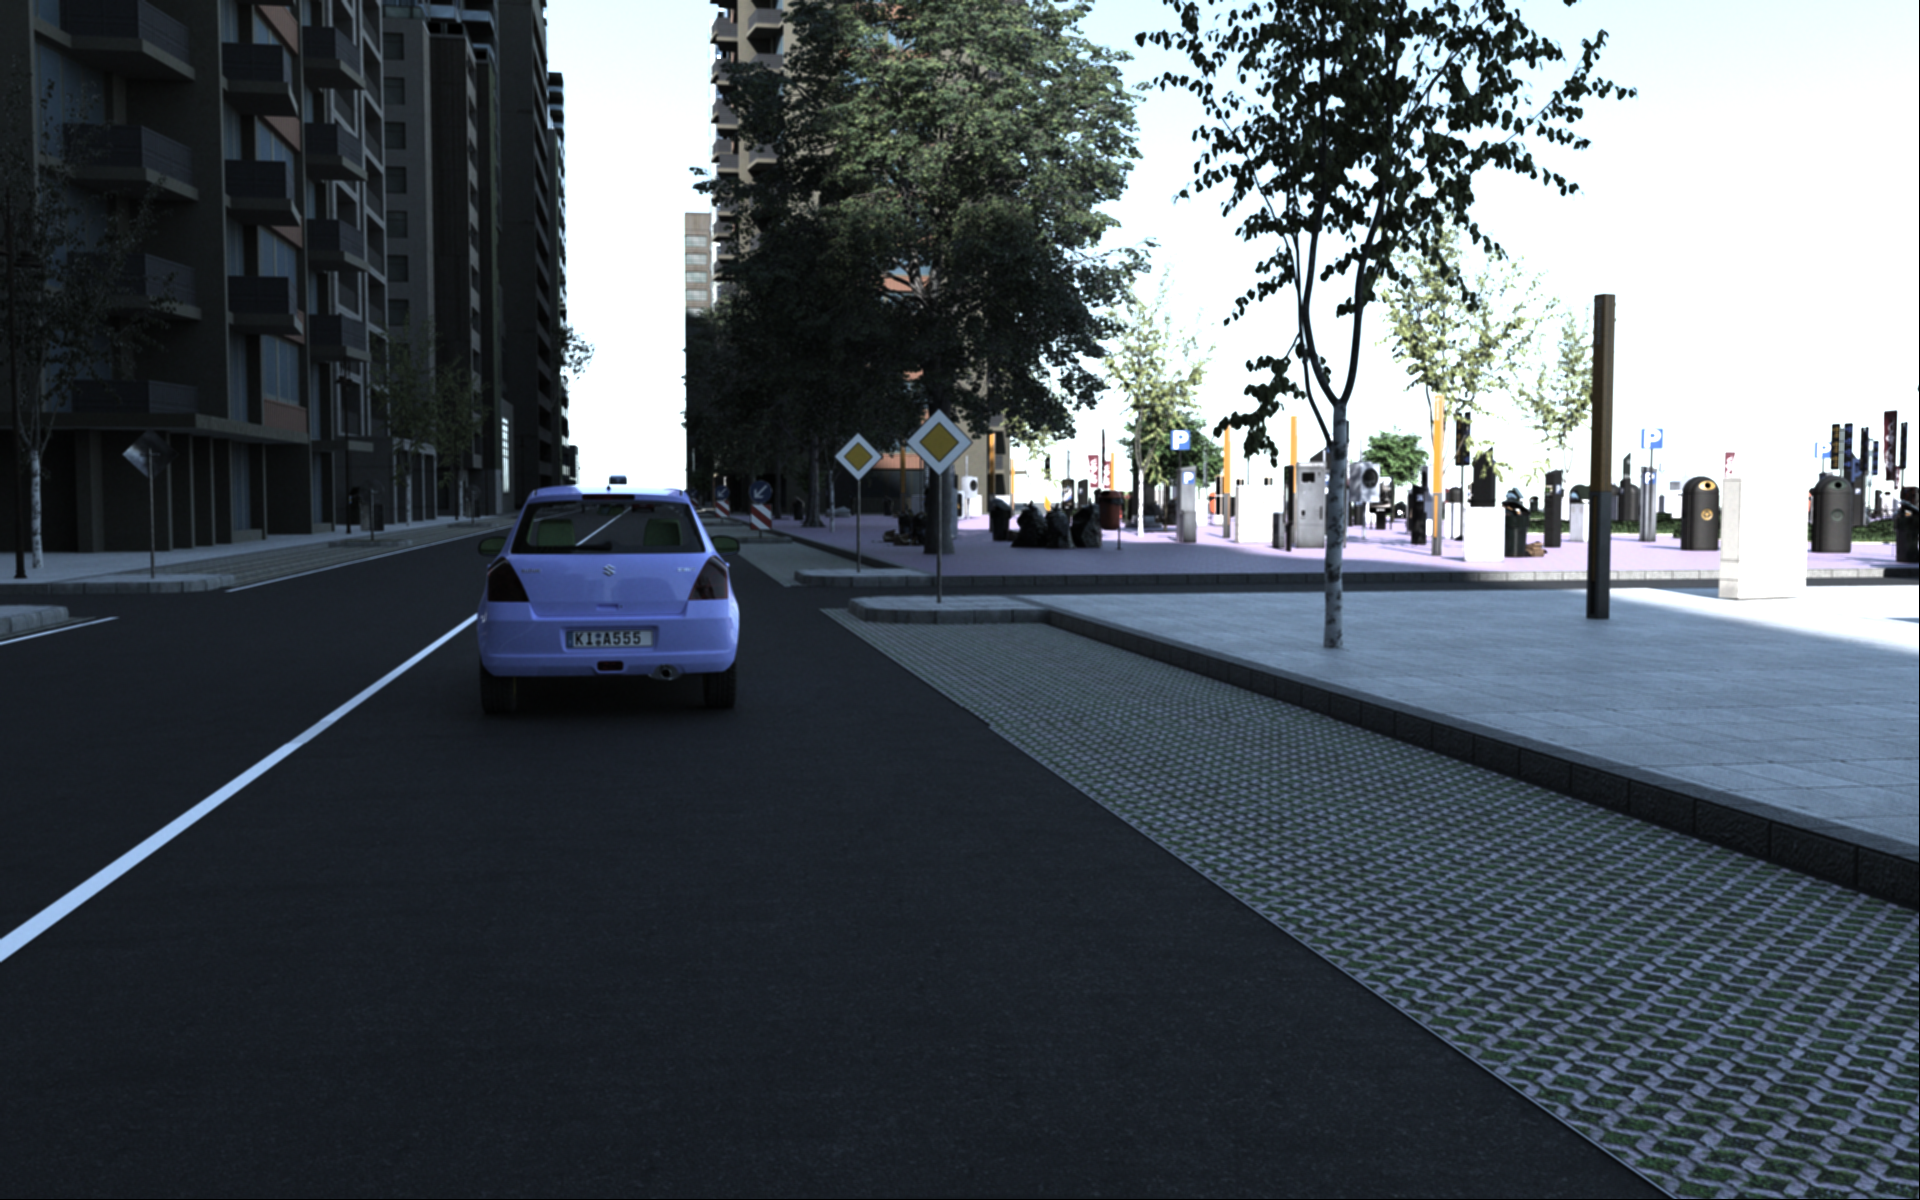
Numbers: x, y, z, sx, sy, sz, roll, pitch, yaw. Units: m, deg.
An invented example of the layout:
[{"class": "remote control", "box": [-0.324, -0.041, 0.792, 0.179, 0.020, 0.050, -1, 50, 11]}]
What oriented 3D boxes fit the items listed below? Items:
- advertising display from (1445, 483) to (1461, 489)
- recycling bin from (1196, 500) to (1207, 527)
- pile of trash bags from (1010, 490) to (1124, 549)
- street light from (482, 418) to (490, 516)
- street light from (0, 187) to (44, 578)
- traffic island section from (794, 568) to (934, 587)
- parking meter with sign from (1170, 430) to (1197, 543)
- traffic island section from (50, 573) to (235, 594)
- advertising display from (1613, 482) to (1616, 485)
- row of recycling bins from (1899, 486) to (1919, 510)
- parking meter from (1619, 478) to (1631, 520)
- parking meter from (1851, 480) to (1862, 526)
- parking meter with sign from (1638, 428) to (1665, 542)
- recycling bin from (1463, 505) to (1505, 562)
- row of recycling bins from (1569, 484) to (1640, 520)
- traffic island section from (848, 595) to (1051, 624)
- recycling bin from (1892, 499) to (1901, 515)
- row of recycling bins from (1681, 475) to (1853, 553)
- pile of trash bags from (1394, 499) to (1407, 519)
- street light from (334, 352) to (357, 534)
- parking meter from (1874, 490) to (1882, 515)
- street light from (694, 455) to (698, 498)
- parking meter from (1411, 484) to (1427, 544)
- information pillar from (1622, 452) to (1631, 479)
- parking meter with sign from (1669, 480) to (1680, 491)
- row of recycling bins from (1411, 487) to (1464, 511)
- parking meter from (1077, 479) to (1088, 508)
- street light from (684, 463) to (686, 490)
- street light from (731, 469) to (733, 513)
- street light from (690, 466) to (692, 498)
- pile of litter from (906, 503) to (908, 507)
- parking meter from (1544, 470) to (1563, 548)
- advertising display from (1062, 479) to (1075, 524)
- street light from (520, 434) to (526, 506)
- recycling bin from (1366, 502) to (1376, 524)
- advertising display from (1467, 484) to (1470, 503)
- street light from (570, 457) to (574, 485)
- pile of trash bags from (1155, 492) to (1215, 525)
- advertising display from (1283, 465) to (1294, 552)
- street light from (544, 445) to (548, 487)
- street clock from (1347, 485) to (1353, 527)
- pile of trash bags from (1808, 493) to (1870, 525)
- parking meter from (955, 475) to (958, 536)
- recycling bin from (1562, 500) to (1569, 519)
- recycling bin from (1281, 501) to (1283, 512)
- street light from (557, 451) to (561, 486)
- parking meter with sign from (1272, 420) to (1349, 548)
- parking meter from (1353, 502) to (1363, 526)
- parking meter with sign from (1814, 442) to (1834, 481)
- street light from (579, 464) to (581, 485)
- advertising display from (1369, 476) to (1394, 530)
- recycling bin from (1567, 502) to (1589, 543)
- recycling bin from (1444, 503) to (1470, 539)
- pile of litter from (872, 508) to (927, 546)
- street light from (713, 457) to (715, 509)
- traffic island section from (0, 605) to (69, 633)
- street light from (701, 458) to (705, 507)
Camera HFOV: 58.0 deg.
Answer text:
[{"class": "advertising display", "box": [28.406, -5.775, 99.634, 0.974, 1.923, 0.123, 1, 4, 23]}, {"class": "recycling bin", "box": [9.307, -3.434, 68.701, 0.722, 1.027, 0.722, -2, 4, -32]}, {"class": "pile of trash bags", "box": [2.737, -1.926, 41.241, 1.912, 1.369, 3.447, -2, 4, -33]}, {"class": "street light", "box": [-27.770, -7.872, 101.496, 0.468, 5.910, 1.993, -1, 4, -10]}, {"class": "street light", "box": [-14.325, -3.269, 26.231, 0.468, 5.910, 1.993, -1, 4, -10]}, {"class": "traffic island section", "box": [-1.634, -0.366, 28.269, 2.009, 0.180, 2.903, -1, 4, -10]}, {"class": "parking meter with sign", "box": [6.034, -3.065, 46.371, 0.543, 3.016, 1.738, 0, 4, -3]}, {"class": "traffic island section", "box": [-12.307, -0.250, 26.371, 2.009, 0.180, 2.903, -1, 4, -10]}, {"class": "advertising display", "box": [33.850, -5.233, 90.775, 0.974, 1.923, 0.123, 3, 5, 40]}, {"class": "row of recycling bins", "box": [50.069, -5.147, 91.264, 1.069, 1.692, 3.534, 2, 4, 24]}, {"class": "parking meter", "box": [24.373, -3.534, 63.495, 0.255, 1.863, 0.399, -1, 4, -11]}, {"class": "parking meter", "box": [36.222, -3.933, 70.023, 0.399, 1.863, 0.255, 0, 4, 7]}, {"class": "parking meter with sign", "box": [18.611, -3.088, 46.756, 0.543, 3.016, 1.738, 1, 4, 19]}, {"class": "recycling bin", "box": [9.958, -1.247, 32.938, 0.722, 1.027, 0.722, 1, 4, 14]}, {"class": "row of recycling bins", "box": [26.199, -3.876, 70.488, 1.069, 1.692, 3.534, -2, 4, -25]}, {"class": "traffic island section", "box": [-0.227, 0.115, 20.409, 2.009, 0.180, 2.903, -1, 4, -10]}, {"class": "recycling bin", "box": [48.092, -4.638, 88.377, 0.722, 1.027, 0.722, 0, 4, 5]}, {"class": "row of recycling bins", "box": [18.017, -1.937, 38.782, 3.534, 1.692, 1.069, 2, 4, 33]}, {"class": "pile of trash bags", "box": [22.998, -4.876, 89.478, 3.447, 1.369, 1.912, -1, 4, -21]}, {"class": "street light", "box": [-19.796, -5.084, 55.909, 0.468, 5.910, 1.993, -1, 4, -10]}, {"class": "parking meter", "box": [51.443, -5.420, 97.030, 0.372, 1.533, 0.369, 0, 3, 0]}, {"class": "street light", "box": [-30.341, -13.873, 199.604, 0.468, 5.910, 1.993, -1, 4, -10]}, {"class": "parking meter", "box": [11.724, -2.190, 44.220, 0.372, 1.533, 0.369, 0, 3, 0]}, {"class": "information pillar", "box": [36.790, -6.375, 95.580, 0.504, 3.616, 0.183, -1, 4, -17]}, {"class": "parking meter with sign", "box": [39.429, -6.058, 95.301, 1.738, 3.016, 0.543, 3, 5, 45]}, {"class": "row of recycling bins", "box": [26.226, -5.402, 95.443, 3.534, 1.692, 1.069, -2, 4, -27]}, {"class": "parking meter", "box": [4.743, -3.745, 66.935, 0.255, 1.863, 0.399, -3, 5, -41]}, {"class": "street light", "box": [-41.089, -17.526, 259.331, 0.468, 5.910, 1.993, -1, 4, -10]}, {"class": "street light", "box": [-15.450, -8.830, 117.164, 0.468, 5.910, 1.993, -1, 4, -10]}, {"class": "street light", "box": [-35.577, -15.676, 229.093, 0.468, 5.910, 1.993, -1, 4, -10]}, {"class": "pile of litter", "box": [-3.169, -4.927, 94.516, 1.719, 0.858, 1.176, -1, 4, -10]}, {"class": "parking meter", "box": [14.226, -2.192, 41.548, 0.399, 1.863, 0.255, -3, 4, -37]}, {"class": "advertising display", "box": [4.624, -4.216, 74.138, 0.123, 1.923, 0.974, -2, 4, -24]}, {"class": "street light", "box": [-33.105, -9.685, 131.135, 0.468, 5.910, 1.993, -1, 4, -10]}, {"class": "recycling bin", "box": [17.944, -3.817, 74.958, 0.722, 1.027, 0.722, 2, 4, 26]}, {"class": "advertising display", "box": [32.983, -6.462, 110.865, 0.974, 1.923, 0.123, 2, 4, 24]}, {"class": "street light", "box": [-47.844, -14.712, 213.330, 0.468, 5.910, 1.993, -1, 4, -10]}, {"class": "pile of trash bags", "box": [9.440, -3.806, 71.975, 3.447, 1.369, 1.912, -2, 4, -28]}, {"class": "advertising display", "box": [7.385, -2.064, 38.957, 0.123, 1.923, 0.974, 0, 4, 5]}, {"class": "street light", "box": [-38.389, -11.499, 160.797, 0.468, 5.910, 1.993, -1, 4, -10]}, {"class": "street clock", "box": [15.348, -3.886, 68.109, 0.358, 2.002, 0.471, 0, 4, 0]}, {"class": "pile of trash bags", "box": [36.388, -3.839, 72.520, 1.912, 1.369, 3.447, -1, 4, -18]}, {"class": "parking meter", "box": [-0.285, -2.862, 52.508, 0.399, 1.863, 0.255, 3, 5, 40]}, {"class": "recycling bin", "box": [27.457, -4.000, 77.957, 0.722, 1.027, 0.722, 2, 4, 30]}, {"class": "recycling bin", "box": [11.763, -3.185, 64.636, 0.722, 1.027, 0.722, -3, 5, -43]}, {"class": "street light", "box": [-42.393, -12.878, 183.350, 0.468, 5.910, 1.993, -1, 4, -10]}, {"class": "parking meter with sign", "box": [8.297, -2.739, 41.051, 1.738, 3.016, 0.543, 0, 4, 7]}, {"class": "parking meter", "box": [16.169, -3.786, 70.308, 0.372, 1.533, 0.369, 0, 3, 0]}, {"class": "parking meter with sign", "box": [28.515, -3.723, 57.133, 0.543, 3.016, 1.738, 1, 4, 23]}, {"class": "street light", "box": [-53.363, -16.555, 243.459, 0.468, 5.910, 1.993, -1, 4, -10]}, {"class": "advertising display", "box": [15.138, -3.489, 62.253, 0.123, 1.923, 0.974, -3, 5, -41]}, {"class": "recycling bin", "box": [16.745, -2.053, 46.123, 0.722, 1.027, 0.722, -1, 4, -15]}, {"class": "recycling bin", "box": [14.267, -2.252, 49.374, 0.722, 1.027, 0.722, 2, 4, 33]}, {"class": "pile of litter", "box": [-1.222, -1.808, 43.528, 1.719, 0.858, 1.176, -3, 5, -43]}, {"class": "street light", "box": [-20.986, -10.697, 147.679, 0.468, 5.910, 1.993, -1, 4, -10]}, {"class": "traffic island section", "box": [-10.900, 0.231, 18.510, 2.009, 0.180, 2.903, -1, 4, -10]}, {"class": "street light", "box": [-26.258, -12.509, 177.310, 0.468, 5.910, 1.993, -1, 4, -10]}]
